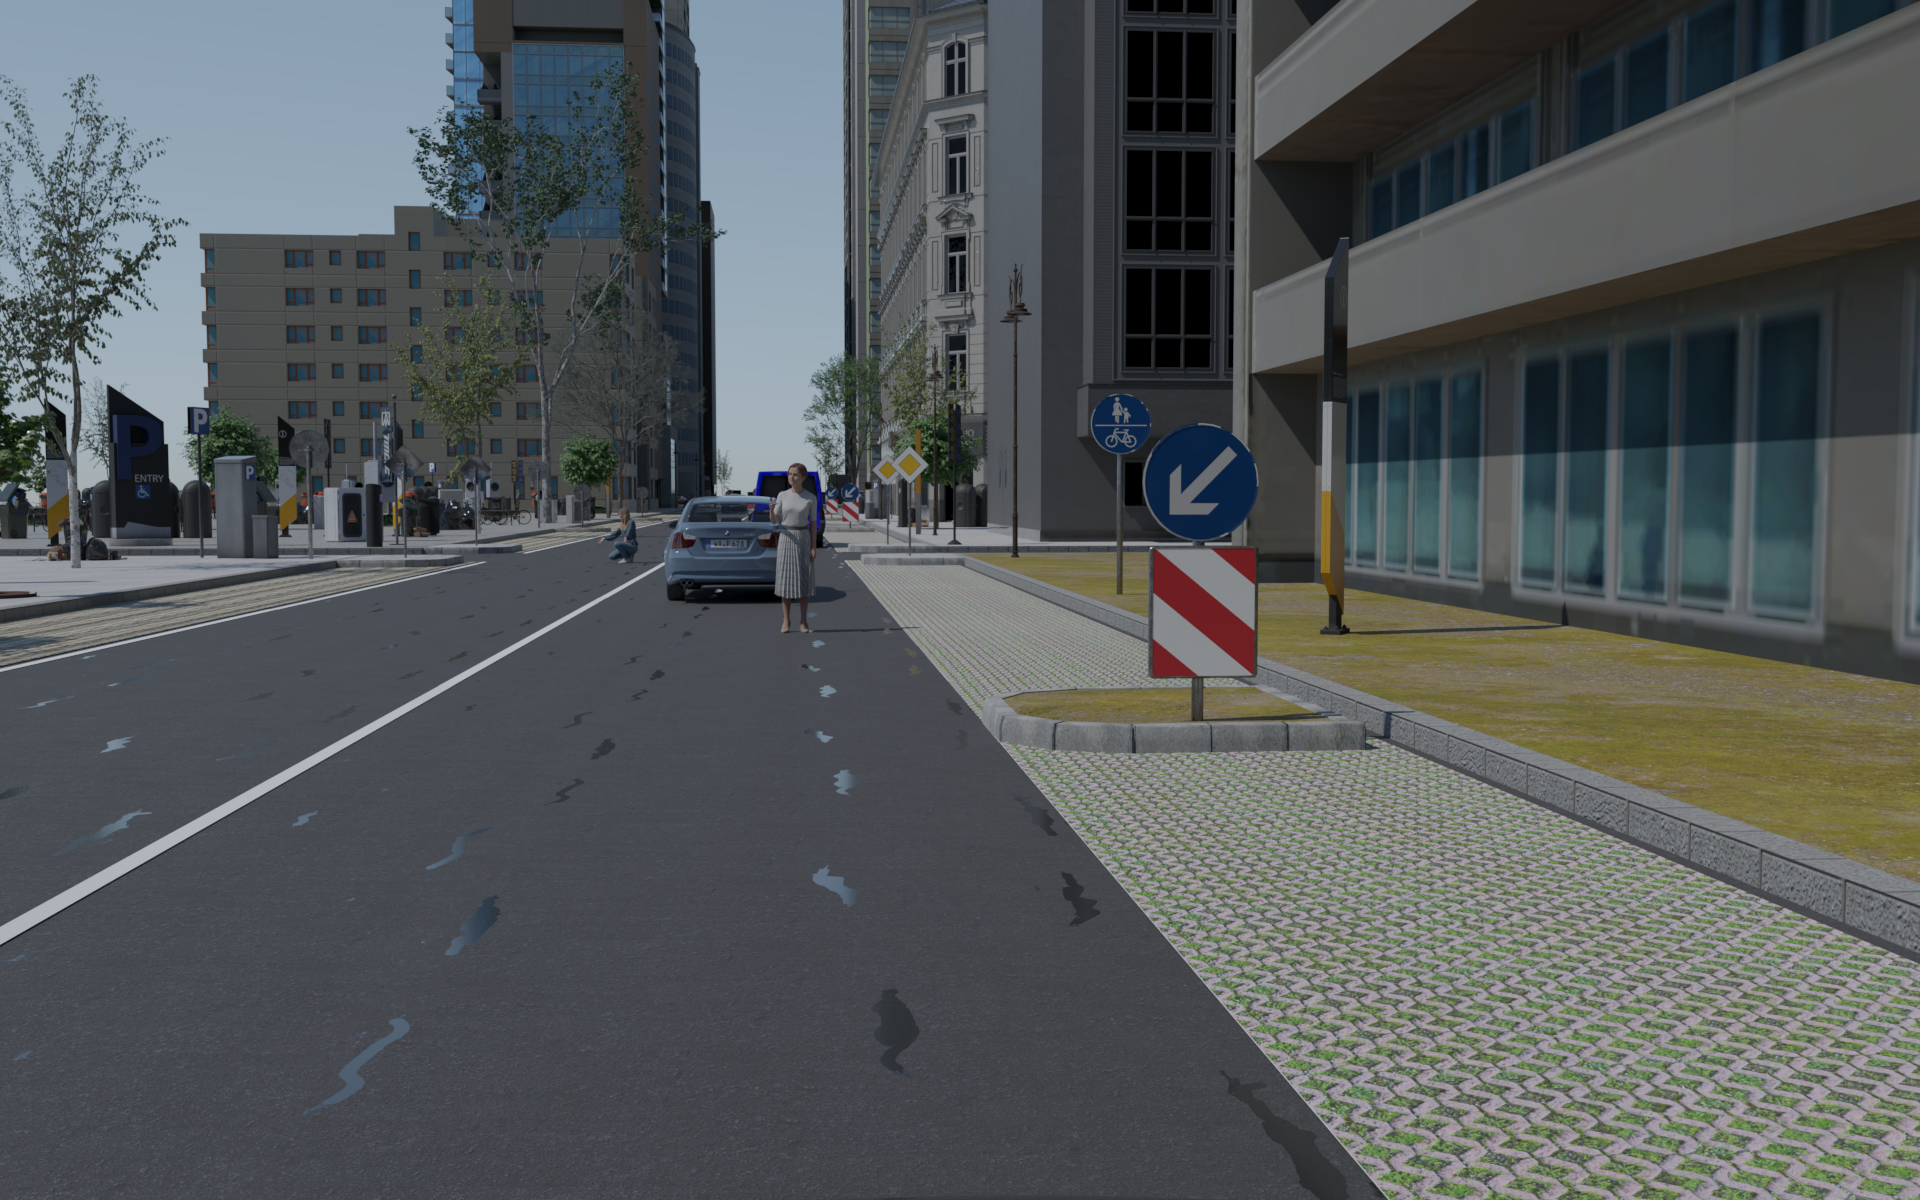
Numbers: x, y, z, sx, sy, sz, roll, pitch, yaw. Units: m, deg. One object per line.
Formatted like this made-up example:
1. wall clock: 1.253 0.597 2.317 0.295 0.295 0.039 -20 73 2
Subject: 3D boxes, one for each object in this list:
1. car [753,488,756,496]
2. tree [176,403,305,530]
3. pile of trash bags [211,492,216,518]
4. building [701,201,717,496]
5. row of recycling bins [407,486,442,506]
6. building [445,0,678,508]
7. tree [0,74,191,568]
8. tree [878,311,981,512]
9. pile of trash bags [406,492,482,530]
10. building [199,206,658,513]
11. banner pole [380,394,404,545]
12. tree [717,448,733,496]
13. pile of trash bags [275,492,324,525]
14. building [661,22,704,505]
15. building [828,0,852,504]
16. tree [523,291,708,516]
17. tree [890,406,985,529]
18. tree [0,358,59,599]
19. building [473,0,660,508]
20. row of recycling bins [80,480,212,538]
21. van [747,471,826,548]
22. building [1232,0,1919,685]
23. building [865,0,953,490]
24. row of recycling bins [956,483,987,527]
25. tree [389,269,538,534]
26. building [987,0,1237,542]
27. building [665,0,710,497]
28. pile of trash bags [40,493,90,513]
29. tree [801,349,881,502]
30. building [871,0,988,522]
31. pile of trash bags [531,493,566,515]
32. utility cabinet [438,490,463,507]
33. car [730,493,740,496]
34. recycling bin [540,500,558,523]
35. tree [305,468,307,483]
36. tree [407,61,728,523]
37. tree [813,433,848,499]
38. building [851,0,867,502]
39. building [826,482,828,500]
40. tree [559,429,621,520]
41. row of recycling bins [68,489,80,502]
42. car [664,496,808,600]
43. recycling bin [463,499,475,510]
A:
1. car: -10.501 -5.266 94.766 2.281 1.827 5.304 0 4 -4
2. tree: -26.447 -4.809 62.343 4.285 4.588 4.351 0 3 0
3. pile of trash bags: -39.310 -5.188 94.576 3.447 1.369 1.912 -3 4 -36
4. building: -43.376 -37.065 256.128 14.600 45.320 14.200 0 4 -6
5. row of recycling bins: -28.448 -5.212 92.327 1.069 1.692 3.534 0 4 4
6. building: -39.624 -52.651 173.521 22.319 86.520 31.000 0 4 -6
7. tree: -15.539 -4.850 29.663 4.360 8.622 3.978 0 3 0
8. tree: -1.524 -7.289 69.531 4.737 8.622 4.395 0 3 0
9. pile of trash bags: -18.681 -3.171 61.601 1.912 1.369 3.447 1 4 19
10. building: -37.947 -17.470 130.672 27.650 21.520 28.899 0 4 -6
11. banner pole: -14.374 -3.284 43.719 0.863 3.779 0.401 3 5 40
12. tree: -37.655 -19.803 274.140 4.737 8.622 4.395 0 3 0
13. pile of trash bags: -27.805 -3.893 73.398 3.447 1.369 1.912 3 5 41
14. building: -43.123 -41.069 213.475 21.231 58.520 28.212 0 4 -6
15. building: -6.299 -47.701 218.156 20.563 71.187 20.611 0 4 -6
16. tree: -20.126 -11.742 102.348 12.009 13.543 11.850 0 3 0
17. tree: -0.892 -4.871 63.352 4.285 4.588 4.351 0 3 0
18. tree: -11.923 -1.638 21.380 1.663 3.219 1.824 0 3 0
19. building: -33.858 -30.737 152.658 14.600 45.320 14.200 0 4 -6
20. row of recycling bins: -23.585 -2.656 50.546 3.534 1.692 1.069 0 4 4
21. van: -4.780 -2.667 47.989 2.240 2.365 5.245 0 4 -6
22. building: 15.665 -23.925 14.878 21.300 48.544 21.600 0 4 -6
23. building: -0.542 -27.814 138.359 14.154 41.232 14.086 0 4 -6
24. row of recycling bins: 1.228 -3.708 67.734 3.534 1.692 1.069 -3 5 -42
25. tree: -15.898 -6.464 56.047 4.737 8.622 4.395 0 3 0
26. building: 13.442 -15.810 52.000 24.014 27.812 14.314 0 4 -6
27. building: -45.128 -48.880 237.435 20.563 71.187 20.611 0 4 -6
28. pile of trash bags: -51.586 -5.491 99.536 3.447 1.369 1.912 2 4 24
29. tree: -7.498 -12.086 123.361 9.928 11.665 9.643 0 3 0
30. building: 4.546 -19.652 97.728 17.030 29.872 44.131 0 4 -6
31. pile of trash bags: -24.075 -5.769 104.079 3.447 1.369 1.912 -2 4 -33
32. utility cabinet: -25.857 -4.851 87.989 1.173 1.500 0.318 -2 4 -32
33. car: -17.726 -7.653 134.904 2.009 1.686 4.222 0 4 -7
34. recycling bin: -18.324 -3.943 77.024 0.722 1.027 0.722 0 4 -3
35. tree: -39.784 -7.219 101.752 4.285 4.588 4.351 0 3 0
36. tree: -16.818 -13.404 75.045 12.611 20.169 13.585 0 3 0
37. tree: -15.371 -15.511 203.973 4.737 8.622 4.395 0 3 0
38. building: 0.501 -37.755 159.292 21.231 58.520 28.212 0 4 -6
39. building: -4.380 -35.144 266.487 32.217 40.220 23.993 0 4 -6
40. tree: -18.630 -6.316 86.984 4.285 4.588 4.351 0 3 0
41. row of recycling bins: -56.339 -6.469 112.873 3.534 1.692 1.069 -3 5 -42
42. car: -3.182 -0.775 24.679 2.014 1.417 4.499 0 4 -4
43. recycling bin: -26.256 -4.895 92.580 0.722 1.027 0.722 0 4 3
